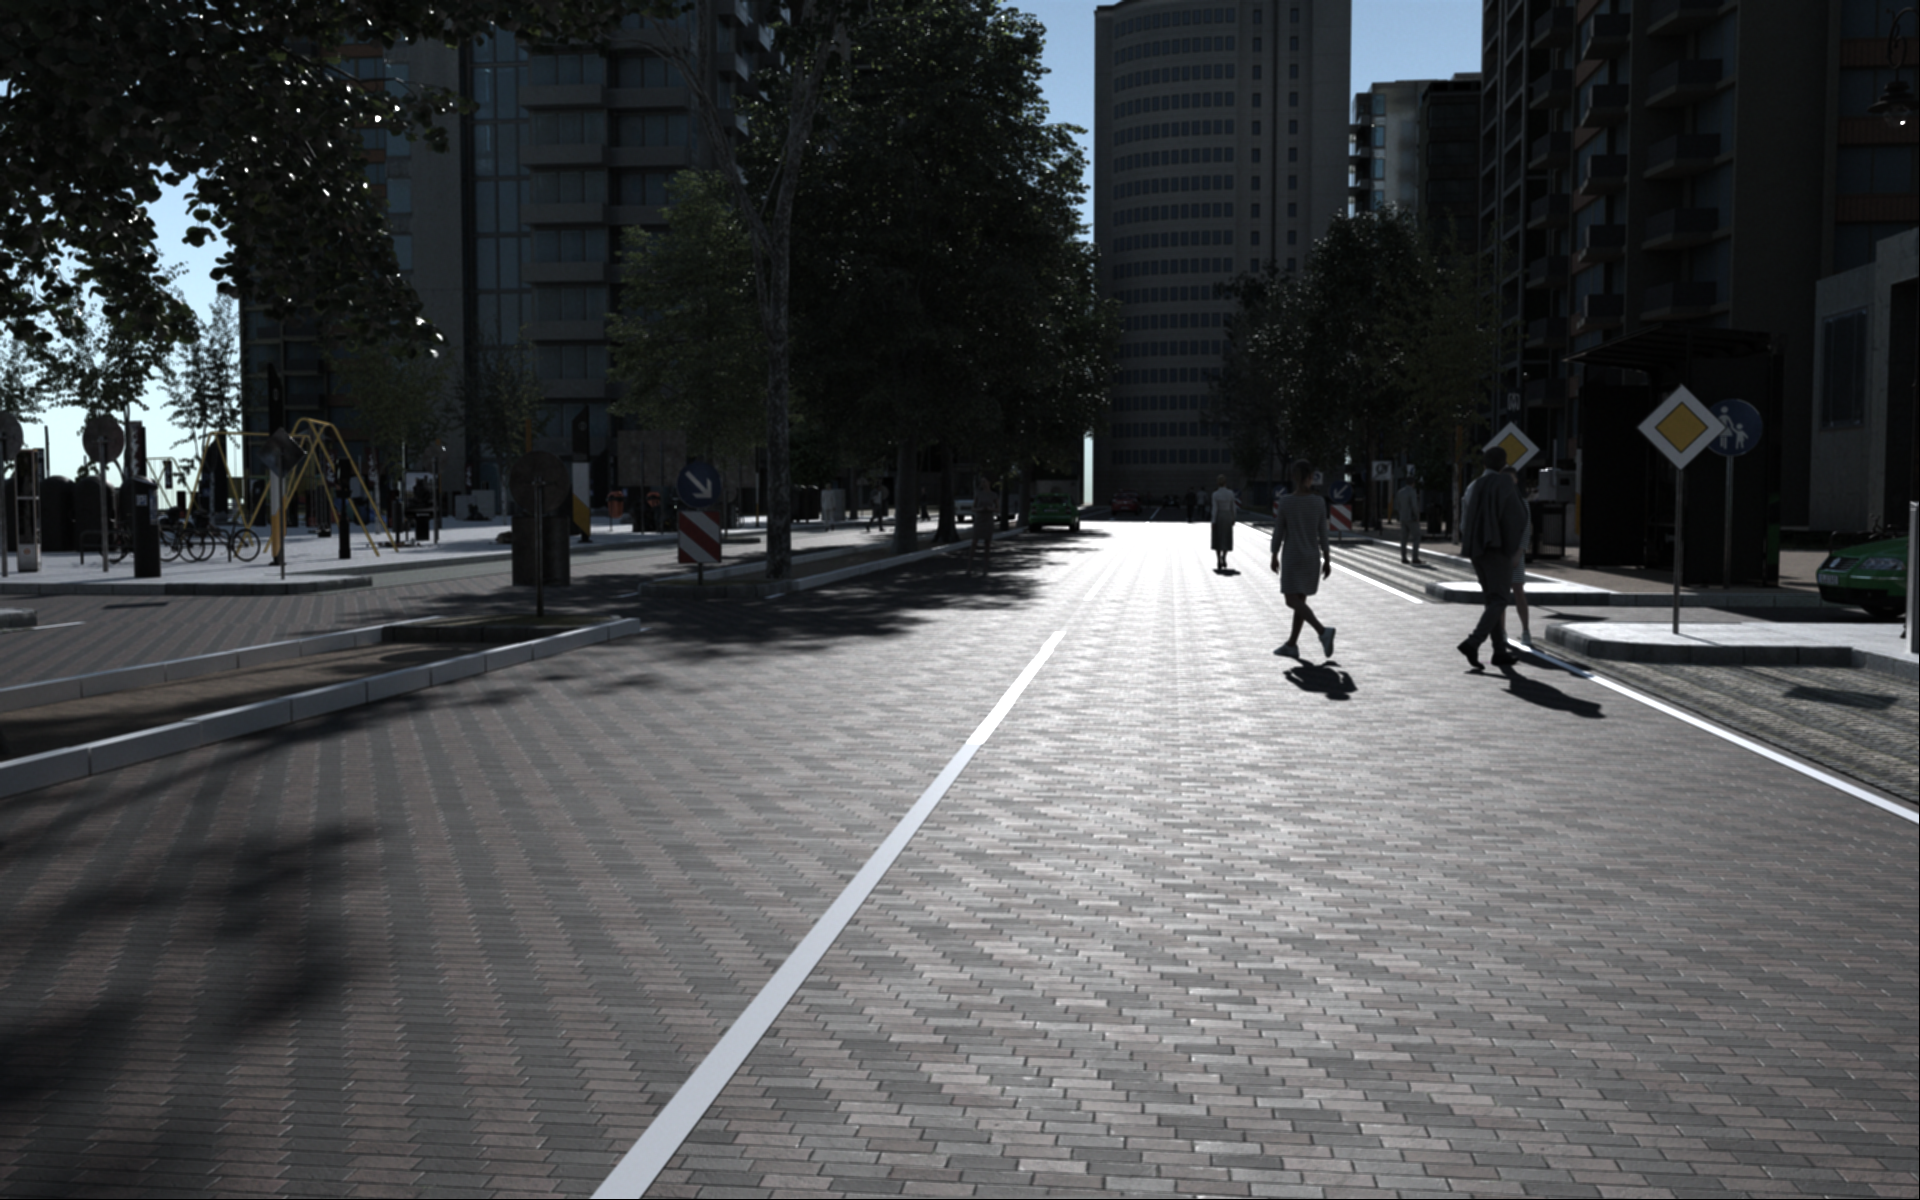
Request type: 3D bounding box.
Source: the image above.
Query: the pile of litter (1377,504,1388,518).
[{"bbox_3d":[22.399,-4.800,92.449,1.176,0.858,1.719,2,4,29],"label":"pile of litter"}]

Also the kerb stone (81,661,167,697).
[{"bbox_3d":[-6.138,0.587,12.616,0.120,0.150,1.000,0,4,7],"label":"kerb stone"}]

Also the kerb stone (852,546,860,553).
[{"bbox_3d":[-2.612,-1.186,41.650,0.120,0.150,1.000,0,4,7],"label":"kerb stone"}]

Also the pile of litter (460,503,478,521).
[{"bbox_3d":[-23.204,-4.225,83.051,1.719,0.858,1.176,3,4,39],"label":"pile of litter"}]

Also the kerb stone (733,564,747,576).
[{"bbox_3d":[-3.976,-0.505,30.449,0.120,0.150,1.000,0,4,7],"label":"kerb stone"}]

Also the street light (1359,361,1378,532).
[{"bbox_3d":[13.890,-5.274,59.016,0.468,5.910,1.993,0,4,7],"label":"street light"}]

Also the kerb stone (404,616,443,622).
[{"bbox_3d":[-5.518,0.275,17.700,0.120,0.150,1.000,0,4,7],"label":"kerb stone"}]

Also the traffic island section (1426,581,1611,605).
[{"bbox_3d":[7.566,-0.097,23.868,2.009,0.180,2.903,0,4,7],"label":"traffic island section"}]

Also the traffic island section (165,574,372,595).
[{"bbox_3d":[-10.194,-0.229,26.022,2.009,0.180,2.903,0,4,7],"label":"traffic island section"}]

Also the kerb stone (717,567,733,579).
[{"bbox_3d":[-4.089,-0.441,29.434,0.120,0.150,1.000,0,4,7],"label":"kerb stone"}]

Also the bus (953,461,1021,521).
[{"bbox_3d":[1.463,-6.070,94.108,2.948,3.499,13.247,0,4,8],"label":"bus"}]

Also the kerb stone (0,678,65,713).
[{"bbox_3d":[-6.258,0.648,11.600,0.120,0.150,1.000,0,4,7],"label":"kerb stone"}]

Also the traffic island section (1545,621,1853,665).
[{"bbox_3d":[6.604,0.388,15.941,2.009,0.180,2.903,0,4,7],"label":"traffic island section"}]

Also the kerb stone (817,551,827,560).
[{"bbox_3d":[-3.105,-0.940,37.568,0.120,0.150,1.000,0,4,7],"label":"kerb stone"}]

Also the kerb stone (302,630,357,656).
[{"bbox_3d":[-5.767,0.403,15.668,0.120,0.150,1.000,0,4,7],"label":"kerb stone"}]

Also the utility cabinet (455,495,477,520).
[{"bbox_3d":[-24.464,-4.564,85.789,1.020,1.237,0.306,0,4,-3],"label":"utility cabinet"}]

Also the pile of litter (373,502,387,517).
[{"bbox_3d":[-33.050,-5.127,97.784,1.719,0.858,1.176,-1,4,-18],"label":"pile of litter"}]

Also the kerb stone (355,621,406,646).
[{"bbox_3d":[-5.644,0.339,16.686,0.120,0.150,1.000,0,4,7],"label":"kerb stone"}]

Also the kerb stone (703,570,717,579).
[{"bbox_3d":[-4.215,-0.376,28.416,0.120,0.150,1.000,0,4,7],"label":"kerb stone"}]

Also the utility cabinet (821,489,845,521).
[{"bbox_3d":[-5.895,-4.391,80.473,1.173,1.500,0.318,2,4,31],"label":"utility cabinet"}]

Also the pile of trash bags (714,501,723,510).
[{"bbox_3d":[-11.441,-3.852,72.726,3.447,1.369,1.912,0,4,-7],"label":"pile of trash bags"}]

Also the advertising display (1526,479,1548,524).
[{"bbox_3d":[24.576,-4.199,73.859,0.974,1.923,0.123,3,4,37],"label":"advertising display"}]

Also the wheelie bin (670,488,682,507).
[{"bbox_3d":[-14.839,-5.106,91.389,0.980,1.594,0.693,1,4,12],"label":"wheelie bin"}]

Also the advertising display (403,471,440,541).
[{"bbox_3d":[-14.908,-2.614,47.960,0.974,1.923,0.123,-2,4,-34],"label":"advertising display"}]

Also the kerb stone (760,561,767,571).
[{"bbox_3d":[-3.724,-0.629,32.486,0.120,0.150,1.000,0,4,7],"label":"kerb stone"}]

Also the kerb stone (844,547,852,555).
[{"bbox_3d":[-2.738,-1.127,40.629,0.120,0.150,1.000,0,4,7],"label":"kerb stone"}]

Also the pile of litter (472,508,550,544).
[{"bbox_3d":[-11.553,-1.904,45.095,1.176,0.858,1.719,3,5,43],"label":"pile of litter"}]

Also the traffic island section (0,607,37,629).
[{"bbox_3d":[-11.157,0.256,18.095,2.009,0.180,2.903,0,4,7],"label":"traffic island section"}]

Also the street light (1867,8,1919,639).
[{"bbox_3d":[8.469,-2.596,15.235,0.468,5.910,1.993,0,4,7],"label":"street light"}]

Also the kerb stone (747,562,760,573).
[{"bbox_3d":[-3.849,-0.567,31.464,0.120,0.150,1.000,0,4,7],"label":"kerb stone"}]

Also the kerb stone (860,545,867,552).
[{"bbox_3d":[-2.487,-1.245,42.665,0.120,0.150,1.000,0,4,7],"label":"kerb stone"}]

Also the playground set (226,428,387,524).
[{"bbox_3d":[-28.460,-5.404,75.141,5.637,4.214,5.302,1,4,18],"label":"playground set"}]

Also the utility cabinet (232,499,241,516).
[{"bbox_3d":[-42.765,-5.733,102.413,0.318,1.500,1.173,-1,4,-12],"label":"utility cabinet"}]

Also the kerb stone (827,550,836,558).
[{"bbox_3d":[-2.984,-0.997,38.588,0.120,0.150,1.000,0,4,7],"label":"kerb stone"}]

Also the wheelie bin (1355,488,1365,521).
[{"bbox_3d":[19.088,-4.622,83.486,0.980,1.594,0.693,0,4,5],"label":"wheelie bin"}]

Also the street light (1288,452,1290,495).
[{"bbox_3d":[18.582,-7.644,97.765,0.468,5.910,1.993,0,4,7],"label":"street light"}]

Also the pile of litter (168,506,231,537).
[{"bbox_3d":[-22.931,-2.357,52.506,1.719,0.858,1.176,-1,4,-21],"label":"pile of litter"}]

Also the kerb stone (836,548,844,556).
[{"bbox_3d":[-2.860,-1.065,39.609,0.120,0.150,1.000,0,4,7],"label":"kerb stone"}]

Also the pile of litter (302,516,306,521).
[{"bbox_3d":[-30.625,-4.157,81.929,1.176,0.858,1.719,1,4,11],"label":"pile of litter"}]

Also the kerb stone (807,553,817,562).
[{"bbox_3d":[-3.233,-0.875,36.546,0.120,0.150,1.000,0,4,7],"label":"kerb stone"}]

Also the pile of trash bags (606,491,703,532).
[{"bbox_3d":[-10.723,-3.033,59.339,3.447,1.369,1.912,2,4,29],"label":"pile of trash bags"}]

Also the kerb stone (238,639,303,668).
[{"bbox_3d":[-5.888,0.461,14.653,0.120,0.150,1.000,0,4,7],"label":"kerb stone"}]

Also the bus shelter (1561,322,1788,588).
[{"bbox_3d":[10.821,-2.168,26.731,1.731,3.624,6.357,0,4,7],"label":"bus shelter"}]

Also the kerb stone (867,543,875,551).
[{"bbox_3d":[-2.360,-1.310,43.682,0.120,0.150,1.000,0,4,7],"label":"kerb stone"}]

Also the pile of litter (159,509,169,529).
[{"bbox_3d":[-28.625,-2.996,62.954,1.719,0.858,1.176,0,4,8],"label":"pile of litter"}]

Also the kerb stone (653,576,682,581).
[{"bbox_3d":[-4.464,-0.256,26.375,0.120,0.150,1.000,0,4,7],"label":"kerb stone"}]

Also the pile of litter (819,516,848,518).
[{"bbox_3d":[-6.899,-4.843,93.146,1.719,0.858,1.176,2,4,24],"label":"pile of litter"}]

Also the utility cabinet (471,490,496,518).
[{"bbox_3d":[-25.278,-5.089,91.891,1.173,1.500,0.318,0,4,1],"label":"utility cabinet"}]

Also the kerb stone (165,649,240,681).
[{"bbox_3d":[-6.017,0.527,13.639,0.120,0.150,1.000,0,4,7],"label":"kerb stone"}]

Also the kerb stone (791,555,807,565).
[{"bbox_3d":[-3.359,-0.814,35.531,0.120,0.150,1.000,0,4,7],"label":"kerb stone"}]

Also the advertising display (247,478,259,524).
[{"bbox_3d":[-29.145,-4.050,71.437,0.123,1.923,0.974,0,4,0],"label":"advertising display"}]

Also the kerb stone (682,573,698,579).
[{"bbox_3d":[-4.338,-0.313,27.392,0.120,0.150,1.000,0,4,7],"label":"kerb stone"}]

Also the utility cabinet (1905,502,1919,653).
[{"bbox_3d":[8.212,-0.168,13.913,1.020,1.237,0.306,1,4,19],"label":"utility cabinet"}]
